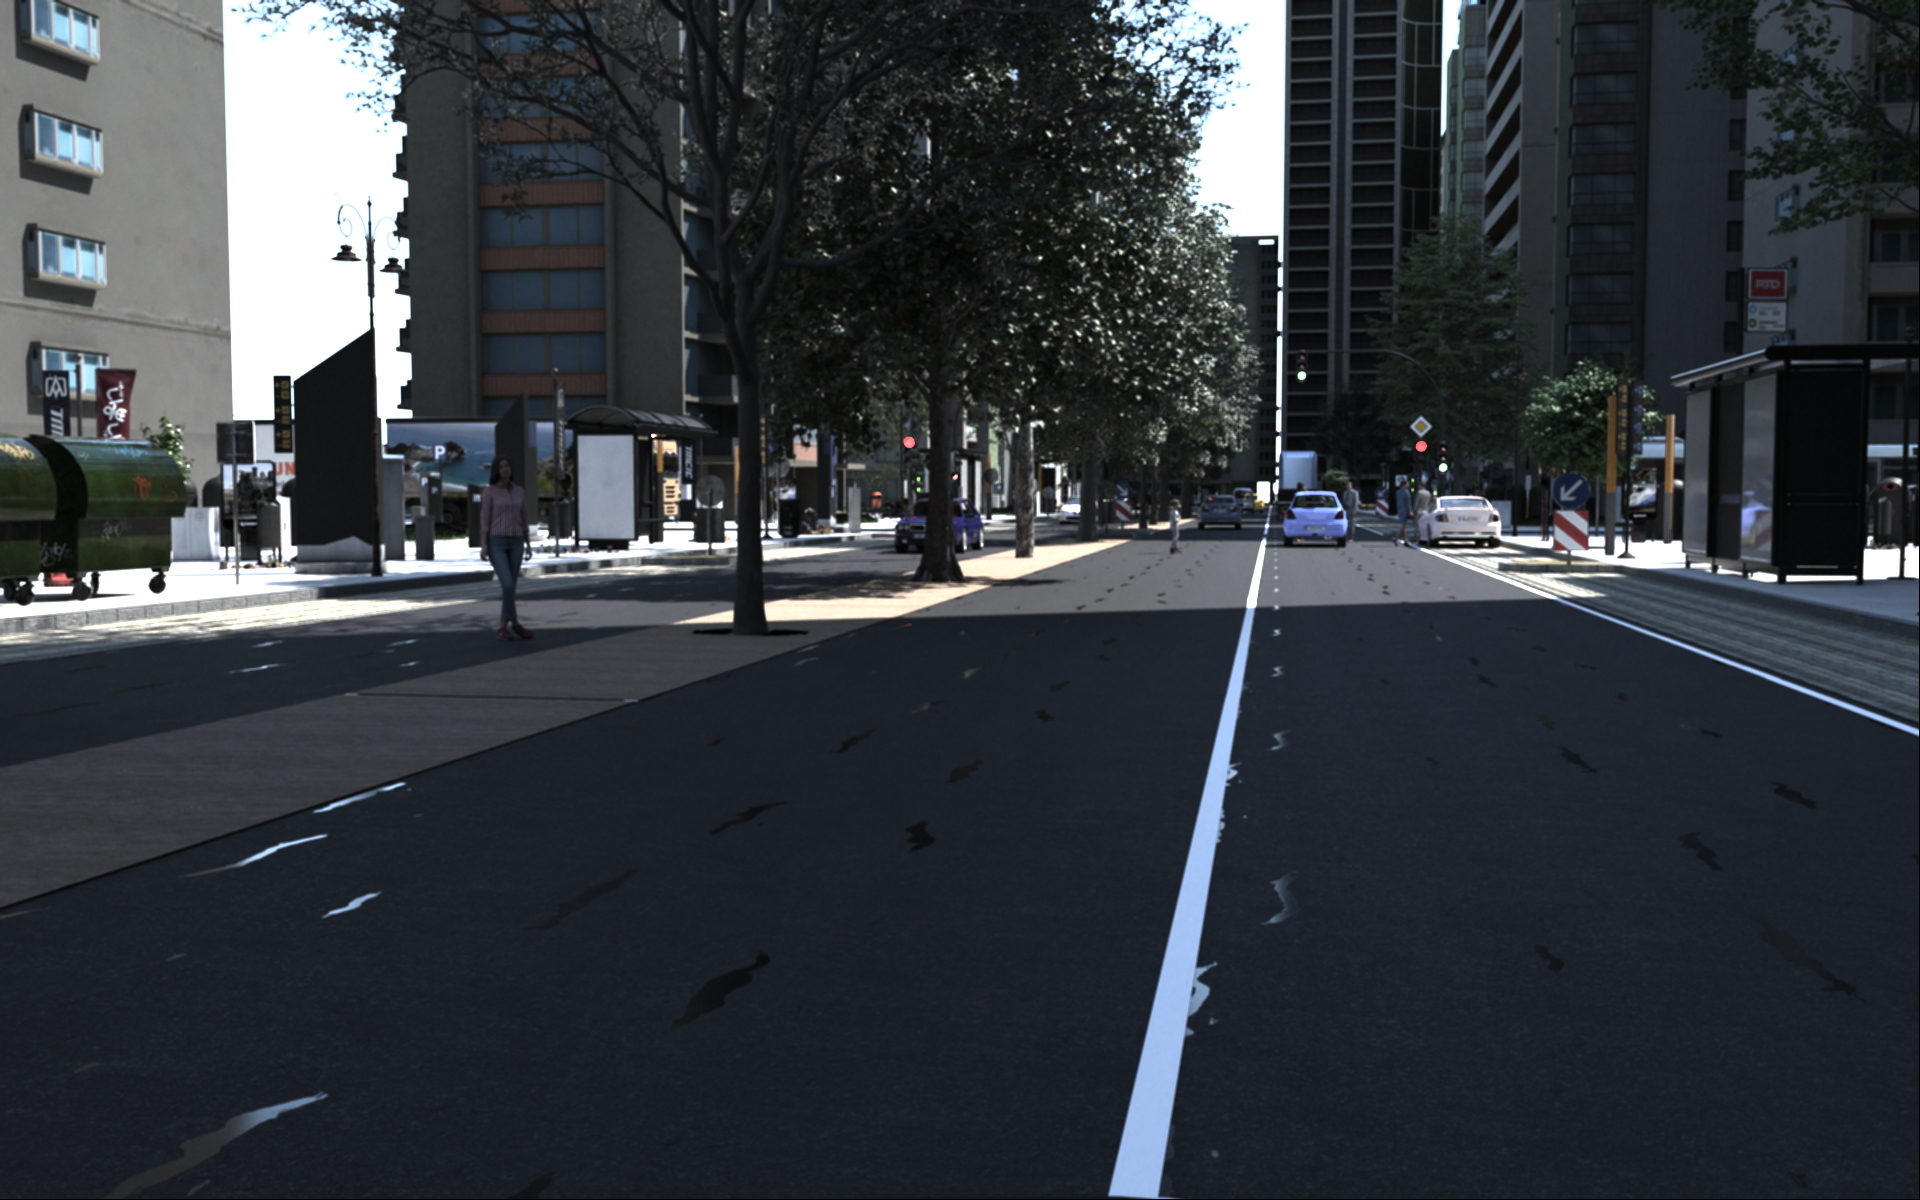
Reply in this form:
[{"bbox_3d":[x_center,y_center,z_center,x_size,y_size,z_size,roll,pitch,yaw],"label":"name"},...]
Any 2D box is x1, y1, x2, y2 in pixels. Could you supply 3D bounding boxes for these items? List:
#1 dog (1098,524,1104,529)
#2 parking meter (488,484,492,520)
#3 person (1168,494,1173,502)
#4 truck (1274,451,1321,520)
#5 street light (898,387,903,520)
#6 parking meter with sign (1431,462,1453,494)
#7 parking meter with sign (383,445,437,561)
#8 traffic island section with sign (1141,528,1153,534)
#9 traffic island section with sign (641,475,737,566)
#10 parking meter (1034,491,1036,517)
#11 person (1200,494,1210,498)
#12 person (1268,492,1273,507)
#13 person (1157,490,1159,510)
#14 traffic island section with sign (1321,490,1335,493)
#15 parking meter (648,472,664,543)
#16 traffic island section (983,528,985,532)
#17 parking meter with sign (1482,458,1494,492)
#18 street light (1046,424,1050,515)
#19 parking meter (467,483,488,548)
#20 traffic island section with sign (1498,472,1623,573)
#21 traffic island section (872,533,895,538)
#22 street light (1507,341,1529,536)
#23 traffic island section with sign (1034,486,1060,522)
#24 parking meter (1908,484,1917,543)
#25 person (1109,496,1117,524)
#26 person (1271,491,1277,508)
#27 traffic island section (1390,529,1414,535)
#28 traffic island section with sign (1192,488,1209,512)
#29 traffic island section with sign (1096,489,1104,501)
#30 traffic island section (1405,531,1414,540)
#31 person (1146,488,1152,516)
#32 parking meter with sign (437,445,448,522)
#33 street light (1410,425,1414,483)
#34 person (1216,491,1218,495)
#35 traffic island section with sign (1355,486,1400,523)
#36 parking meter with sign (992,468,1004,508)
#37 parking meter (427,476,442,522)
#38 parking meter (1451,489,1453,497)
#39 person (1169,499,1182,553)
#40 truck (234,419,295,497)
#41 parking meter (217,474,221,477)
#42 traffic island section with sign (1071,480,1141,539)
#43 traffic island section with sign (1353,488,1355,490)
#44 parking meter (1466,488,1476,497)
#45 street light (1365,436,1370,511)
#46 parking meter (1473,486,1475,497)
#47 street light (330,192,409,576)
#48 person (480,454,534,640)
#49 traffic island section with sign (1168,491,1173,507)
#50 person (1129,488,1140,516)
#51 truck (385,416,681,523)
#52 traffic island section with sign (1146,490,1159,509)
[{"bbox_3d":[5.569,-2.987,68.124,0.406,0.507,0.540,-1,4,-23],"label":"dog"},{"bbox_3d":[-11.654,-2.129,43.219,0.372,1.533,0.369,0,3,0],"label":"parking meter"},{"bbox_3d":[19.339,-9.072,160.089,1.065,1.426,0.557,-1,4,-11],"label":"person"},{"bbox_3d":[20.130,-6.920,102.895,2.967,4.110,18.799,1,4,10],"label":"truck"},{"bbox_3d":[-2.210,-5.680,65.652,0.468,5.910,1.993,1,4,10],"label":"street light"},{"bbox_3d":[25.793,-5.945,93.464,1.738,3.016,0.543,0,4,3],"label":"parking meter with sign"},{"bbox_3d":[-11.092,-2.278,33.499,1.738,3.016,0.543,-1,4,-15],"label":"parking meter with sign"},{"bbox_3d":[6.041,-3.399,63.702,2.006,1.907,1.989,1,4,10],"label":"traffic island section with sign"},{"bbox_3d":[-5.249,-1.640,35.440,1.989,1.847,2.006,1,4,10],"label":"traffic island section with sign"},{"bbox_3d":[4.186,-5.549,99.143,0.372,1.533,0.369,0,3,0],"label":"parking meter"},{"bbox_3d":[23.308,-9.498,163.891,1.348,1.812,0.705,1,4,13],"label":"person"},{"bbox_3d":[34.406,-11.104,191.526,0.593,1.643,0.415,0,4,4],"label":"person"},{"bbox_3d":[17.893,-8.973,155.745,0.750,1.759,0.617,-2,4,-24],"label":"person"},{"bbox_3d":[34.650,-9.398,162.290,1.989,1.847,2.006,1,4,10],"label":"traffic island section with sign"},{"bbox_3d":[-8.058,-2.454,45.828,0.399,1.863,0.255,3,4,36],"label":"parking meter"},{"bbox_3d":[-0.214,-2.624,65.179,2.009,0.180,2.903,1,4,10],"label":"traffic island section"},{"bbox_3d":[25.836,-5.422,84.905,0.543,3.016,1.738,1,4,14],"label":"parking meter with sign"},{"bbox_3d":[5.471,-8.268,107.963,0.468,5.910,1.993,1,4,10],"label":"street light"},{"bbox_3d":[-11.536,-2.010,41.274,0.372,1.533,0.369,0,3,0],"label":"parking meter"},{"bbox_3d":[11.092,-1.438,32.143,1.989,1.847,2.006,1,4,10],"label":"traffic island section with sign"},{"bbox_3d":[-1.636,-2.143,57.321,2.009,0.180,2.903,1,4,10],"label":"traffic island section"},{"bbox_3d":[16.825,-4.866,52.349,0.468,5.910,1.993,1,4,10],"label":"street light"},{"bbox_3d":[4.583,-4.965,89.805,1.989,1.847,2.006,1,4,10],"label":"traffic island section with sign"},{"bbox_3d":[24.996,-2.279,45.669,0.372,1.533,0.369,0,3,0],"label":"parking meter"},{"bbox_3d":[7.324,-4.558,83.202,0.511,1.800,0.466,3,5,42],"label":"person"},{"bbox_3d":[31.400,-10.014,172.678,0.683,1.767,0.568,-2,4,-28],"label":"person"},{"bbox_3d":[16.506,-2.439,62.159,2.009,0.180,2.903,1,4,10],"label":"traffic island section"},{"bbox_3d":[19.413,-7.921,137.646,2.006,1.907,1.989,1,4,10],"label":"traffic island section with sign"},{"bbox_3d":[9.384,-6.587,116.331,1.989,1.847,2.006,1,4,10],"label":"traffic island section with sign"},{"bbox_3d":[15.084,-1.958,54.301,2.009,0.180,2.903,1,4,10],"label":"traffic island section"},{"bbox_3d":[12.379,-6.394,112.814,0.659,1.850,0.755,0,4,-6],"label":"person"},{"bbox_3d":[-18.562,-3.932,60.545,0.543,3.016,1.738,1,4,13],"label":"parking meter with sign"},{"bbox_3d":[23.836,-7.244,91.233,0.468,5.910,1.993,1,4,10],"label":"street light"},{"bbox_3d":[30.015,-11.808,201.430,0.599,1.838,0.709,1,4,8],"label":"person"},{"bbox_3d":[20.895,-4.756,86.388,1.989,1.847,2.006,1,4,10],"label":"traffic island section with sign"},{"bbox_3d":[2.467,-7.323,115.988,0.543,3.016,1.738,-2,4,-25],"label":"parking meter with sign"},{"bbox_3d":[-16.738,-3.026,55.187,0.399,1.863,0.255,-2,4,-26],"label":"parking meter"},{"bbox_3d":[24.588,-4.748,86.033,0.372,1.533,0.369,0,3,0],"label":"parking meter"},{"bbox_3d":[5.240,-1.791,42.056,0.394,1.301,0.425,-1,4,-17],"label":"person"},{"bbox_3d":[-29.314,-4.755,66.655,11.283,4.237,2.839,1,4,11],"label":"truck"},{"bbox_3d":[-21.704,-2.768,50.974,0.255,1.863,0.399,-1,4,-8],"label":"parking meter"},{"bbox_3d":[4.713,-2.953,56.415,2.006,1.907,1.989,1,4,10],"label":"traffic island section with sign"},{"bbox_3d":[25.705,-6.378,112.912,1.989,1.847,2.006,1,4,10],"label":"traffic island section with sign"},{"bbox_3d":[23.304,-4.326,79.135,0.372,1.533,0.369,0,3,0],"label":"parking meter"},{"bbox_3d":[31.614,-9.882,134.359,0.468,5.910,1.993,1,4,10],"label":"street light"},{"bbox_3d":[33.439,-6.520,112.320,0.255,1.863,0.399,-2,4,-32],"label":"parking meter"},{"bbox_3d":[-9.123,-3.311,26.925,0.468,5.910,1.993,1,4,10],"label":"street light"},{"bbox_3d":[-4.482,-0.522,17.042,0.388,1.821,0.555,3,5,39],"label":"person"},{"bbox_3d":[23.225,-11.265,192.818,1.989,1.847,2.006,1,4,10],"label":"traffic island section with sign"},{"bbox_3d":[11.123,-6.247,110.597,0.822,1.834,0.622,1,4,13],"label":"person"},{"bbox_3d":[-15.339,-4.575,63.722,11.283,4.237,2.839,1,4,11],"label":"truck"},{"bbox_3d":[18.351,-9.617,165.870,1.989,1.847,2.006,1,4,10],"label":"traffic island section with sign"}]
